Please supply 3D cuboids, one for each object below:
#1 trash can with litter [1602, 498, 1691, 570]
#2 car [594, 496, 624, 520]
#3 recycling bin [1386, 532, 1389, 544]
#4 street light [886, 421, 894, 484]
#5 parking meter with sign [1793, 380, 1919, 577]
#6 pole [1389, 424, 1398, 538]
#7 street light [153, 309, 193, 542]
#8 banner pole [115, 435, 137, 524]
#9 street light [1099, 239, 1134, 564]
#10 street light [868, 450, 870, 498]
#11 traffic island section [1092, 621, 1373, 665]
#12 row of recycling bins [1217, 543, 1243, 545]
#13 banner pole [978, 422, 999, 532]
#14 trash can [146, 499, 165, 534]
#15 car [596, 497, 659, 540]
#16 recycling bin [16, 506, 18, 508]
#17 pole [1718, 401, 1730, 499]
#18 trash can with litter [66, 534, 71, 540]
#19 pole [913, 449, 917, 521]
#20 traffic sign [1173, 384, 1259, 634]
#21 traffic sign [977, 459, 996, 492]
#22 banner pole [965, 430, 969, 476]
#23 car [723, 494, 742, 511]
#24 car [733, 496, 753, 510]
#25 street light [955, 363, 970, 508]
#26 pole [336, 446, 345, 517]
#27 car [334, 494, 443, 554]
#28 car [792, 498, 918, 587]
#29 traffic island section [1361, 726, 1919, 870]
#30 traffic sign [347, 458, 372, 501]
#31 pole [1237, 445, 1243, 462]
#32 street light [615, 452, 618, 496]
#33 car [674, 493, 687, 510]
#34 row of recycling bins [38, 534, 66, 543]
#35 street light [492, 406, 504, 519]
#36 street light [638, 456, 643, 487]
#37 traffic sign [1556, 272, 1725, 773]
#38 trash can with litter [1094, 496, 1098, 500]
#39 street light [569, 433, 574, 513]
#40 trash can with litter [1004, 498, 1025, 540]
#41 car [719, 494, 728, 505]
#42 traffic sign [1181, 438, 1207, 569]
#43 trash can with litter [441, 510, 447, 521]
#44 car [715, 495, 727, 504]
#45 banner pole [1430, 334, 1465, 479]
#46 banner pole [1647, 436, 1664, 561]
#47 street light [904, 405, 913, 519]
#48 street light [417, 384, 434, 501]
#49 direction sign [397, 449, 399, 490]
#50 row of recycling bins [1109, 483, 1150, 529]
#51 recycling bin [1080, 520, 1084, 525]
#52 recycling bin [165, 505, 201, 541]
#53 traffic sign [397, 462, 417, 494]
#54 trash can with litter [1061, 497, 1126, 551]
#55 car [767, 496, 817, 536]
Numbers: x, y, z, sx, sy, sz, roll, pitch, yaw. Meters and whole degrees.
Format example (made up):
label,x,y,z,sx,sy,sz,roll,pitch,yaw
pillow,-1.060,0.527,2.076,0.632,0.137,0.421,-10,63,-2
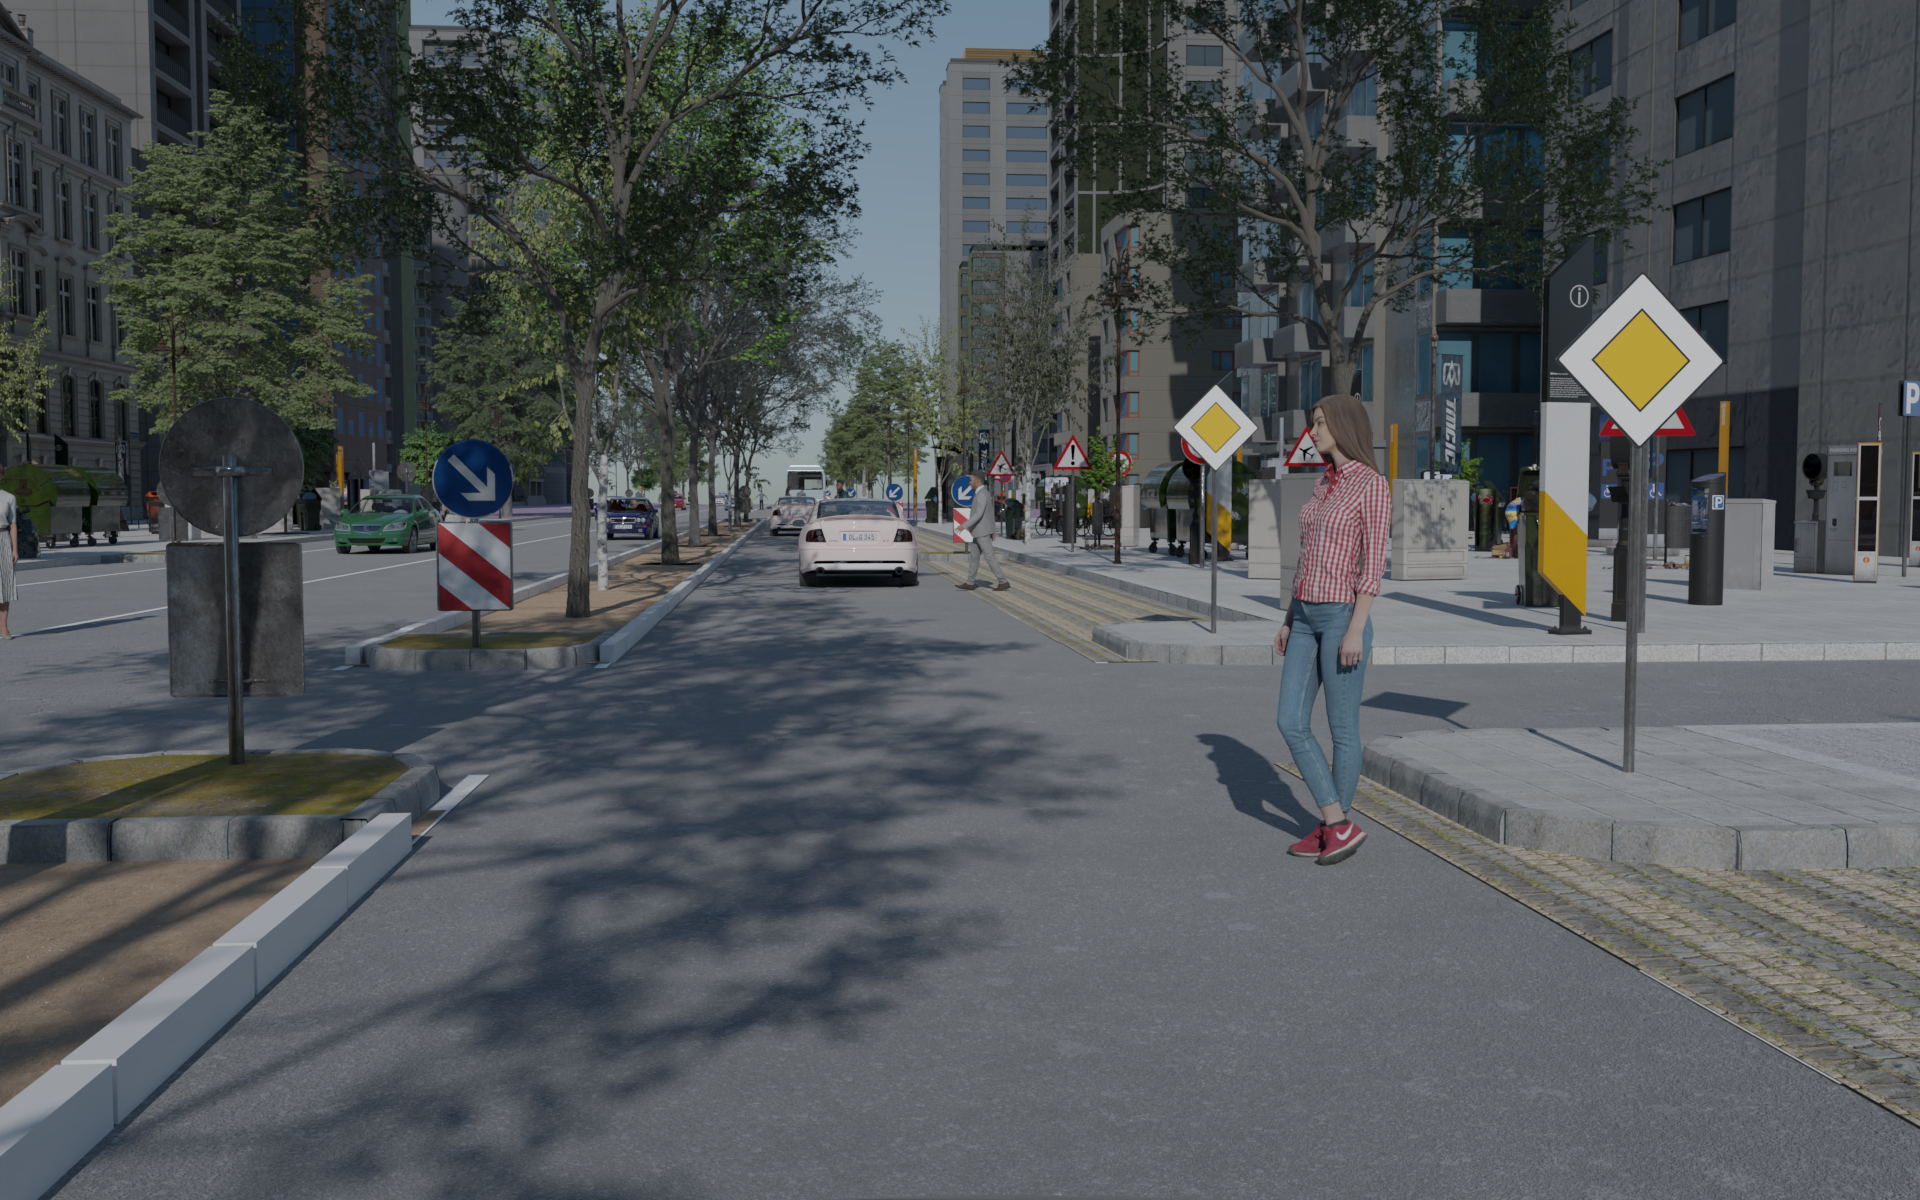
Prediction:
label,x,y,z,sx,sy,sz,roll,pitch,yaw
trash can with litter,12.050,-1.160,30.021,2.233,1.210,1.678,-1,4,-11
car,-19.166,-5.080,95.636,1.945,1.354,3.894,0,4,-6
recycling bin,10.555,-1.959,44.579,0.722,1.027,0.722,-3,5,-41
street light,-4.354,-8.270,107.997,0.468,5.910,1.993,0,4,-5
parking meter with sign,14.129,-1.904,27.384,0.543,3.016,1.738,-2,4,-35
pole,12.620,-3.463,50.460,0.158,3.312,0.155,0,3,0
street light,-19.664,-4.320,43.414,0.468,5.910,1.993,0,4,-5
banner pole,-35.438,-5.107,73.516,0.401,3.779,0.863,2,4,35
street light,2.896,-3.601,31.670,0.468,5.910,1.993,0,4,-5
street light,-7.225,-10.063,137.315,0.468,5.910,1.993,0,4,-5
traffic island section,2.354,0.386,15.962,2.009,0.180,2.903,0,4,-5
row of recycling bins,8.092,-2.226,43.505,3.534,1.692,1.069,1,4,13
banner pole,0.949,-4.212,58.876,0.863,3.779,0.401,3,4,37
trash can,-25.683,-2.682,55.511,0.748,1.137,0.748,0,3,0
car,-10.559,-2.605,55.167,1.945,1.354,3.894,0,4,-6
recycling bin,-20.902,-1.525,37.490,0.722,1.027,0.722,0,4,-5
pole,16.834,-2.713,38.206,0.158,3.312,0.155,0,3,0
trash can with litter,-25.227,-2.265,48.421,0.624,1.170,1.055,-1,4,-18
pole,-2.018,-5.154,78.112,0.158,3.312,0.155,0,3,0
traffic sign,2.332,-0.749,15.883,0.795,2.450,0.064,0,4,-5
traffic sign,0.984,-3.689,60.426,0.768,2.556,0.104,0,4,-2
banner pole,0.244,-4.764,67.904,0.401,3.779,0.863,-1,4,-12
car,-19.566,-8.478,150.615,2.014,1.417,4.499,0,4,-6
car,-20.299,-9.271,161.803,2.015,1.641,3.980,0,4,-4
street light,0.130,-5.384,60.823,0.468,5.910,1.993,0,4,-5
pole,-26.379,-4.893,73.849,0.158,3.312,0.155,0,3,0
car,-14.146,-1.914,43.085,2.131,1.459,4.920,0,4,-4
car,-1.695,-0.970,28.228,2.083,1.381,4.827,0,4,-5
traffic island section,3.107,0.873,8.012,2.009,0.180,2.903,0,4,-5
traffic sign,-21.465,-3.786,61.909,0.884,2.594,0.081,0,4,3
pole,10.509,-4.360,65.123,0.158,3.312,0.155,0,3,0
street light,-29.731,-10.825,149.768,0.468,5.910,1.993,0,4,-5
car,-25.125,-8.778,152.563,2.155,1.783,4.494,0,4,-4
row of recycling bins,-24.718,-2.324,45.107,1.069,1.692,3.534,1,4,14
street light,-24.161,-7.217,90.791,0.468,5.910,1.993,0,4,-5
street light,-31.870,-12.261,173.262,0.468,5.910,1.993,0,4,-5
traffic sign,3.084,-0.262,7.933,0.795,2.450,0.064,0,4,-5
trash can with litter,6.817,-4.635,87.172,0.624,1.170,1.055,1,4,10
street light,-26.948,-9.025,120.346,0.468,5.910,1.993,0,4,-5
trash can with litter,1.680,-2.297,48.938,0.624,1.170,1.055,-2,4,-29
car,-30.846,-13.331,227.560,1.945,1.707,3.694,0,4,-7
traffic sign,4.165,-1.811,29.724,0.768,2.556,0.104,0,4,-2
trash can with litter,-24.526,-4.350,82.503,1.055,1.170,0.624,2,4,35
car,-29.796,-12.360,214.447,2.083,1.381,4.827,0,4,-6
banner pole,7.605,-2.278,27.258,0.863,3.779,0.401,-2,4,-30
banner pole,13.220,-2.638,33.143,0.863,3.779,0.401,-3,4,-39
street light,-2.691,-7.200,90.501,0.468,5.910,1.993,0,4,-5
street light,-22.483,-6.129,72.992,0.468,5.910,1.993,0,4,-5
direction sign,-28.376,-5.838,87.447,0.379,3.537,0.876,-1,4,-16
row of recycling bins,7.077,-3.562,65.346,3.534,1.692,1.069,-2,4,-34
recycling bin,4.575,-3.487,69.559,0.722,1.027,0.722,3,5,43
recycling bin,-21.567,-2.173,48.078,0.722,1.027,0.722,0,4,-3
traffic sign,-21.889,-4.185,68.525,0.768,2.556,0.104,0,4,-5
trash can with litter,3.012,-1.781,40.177,1.678,1.210,2.233,1,4,15
car,-5.679,-2.925,60.188,2.083,1.381,4.827,0,4,-6
